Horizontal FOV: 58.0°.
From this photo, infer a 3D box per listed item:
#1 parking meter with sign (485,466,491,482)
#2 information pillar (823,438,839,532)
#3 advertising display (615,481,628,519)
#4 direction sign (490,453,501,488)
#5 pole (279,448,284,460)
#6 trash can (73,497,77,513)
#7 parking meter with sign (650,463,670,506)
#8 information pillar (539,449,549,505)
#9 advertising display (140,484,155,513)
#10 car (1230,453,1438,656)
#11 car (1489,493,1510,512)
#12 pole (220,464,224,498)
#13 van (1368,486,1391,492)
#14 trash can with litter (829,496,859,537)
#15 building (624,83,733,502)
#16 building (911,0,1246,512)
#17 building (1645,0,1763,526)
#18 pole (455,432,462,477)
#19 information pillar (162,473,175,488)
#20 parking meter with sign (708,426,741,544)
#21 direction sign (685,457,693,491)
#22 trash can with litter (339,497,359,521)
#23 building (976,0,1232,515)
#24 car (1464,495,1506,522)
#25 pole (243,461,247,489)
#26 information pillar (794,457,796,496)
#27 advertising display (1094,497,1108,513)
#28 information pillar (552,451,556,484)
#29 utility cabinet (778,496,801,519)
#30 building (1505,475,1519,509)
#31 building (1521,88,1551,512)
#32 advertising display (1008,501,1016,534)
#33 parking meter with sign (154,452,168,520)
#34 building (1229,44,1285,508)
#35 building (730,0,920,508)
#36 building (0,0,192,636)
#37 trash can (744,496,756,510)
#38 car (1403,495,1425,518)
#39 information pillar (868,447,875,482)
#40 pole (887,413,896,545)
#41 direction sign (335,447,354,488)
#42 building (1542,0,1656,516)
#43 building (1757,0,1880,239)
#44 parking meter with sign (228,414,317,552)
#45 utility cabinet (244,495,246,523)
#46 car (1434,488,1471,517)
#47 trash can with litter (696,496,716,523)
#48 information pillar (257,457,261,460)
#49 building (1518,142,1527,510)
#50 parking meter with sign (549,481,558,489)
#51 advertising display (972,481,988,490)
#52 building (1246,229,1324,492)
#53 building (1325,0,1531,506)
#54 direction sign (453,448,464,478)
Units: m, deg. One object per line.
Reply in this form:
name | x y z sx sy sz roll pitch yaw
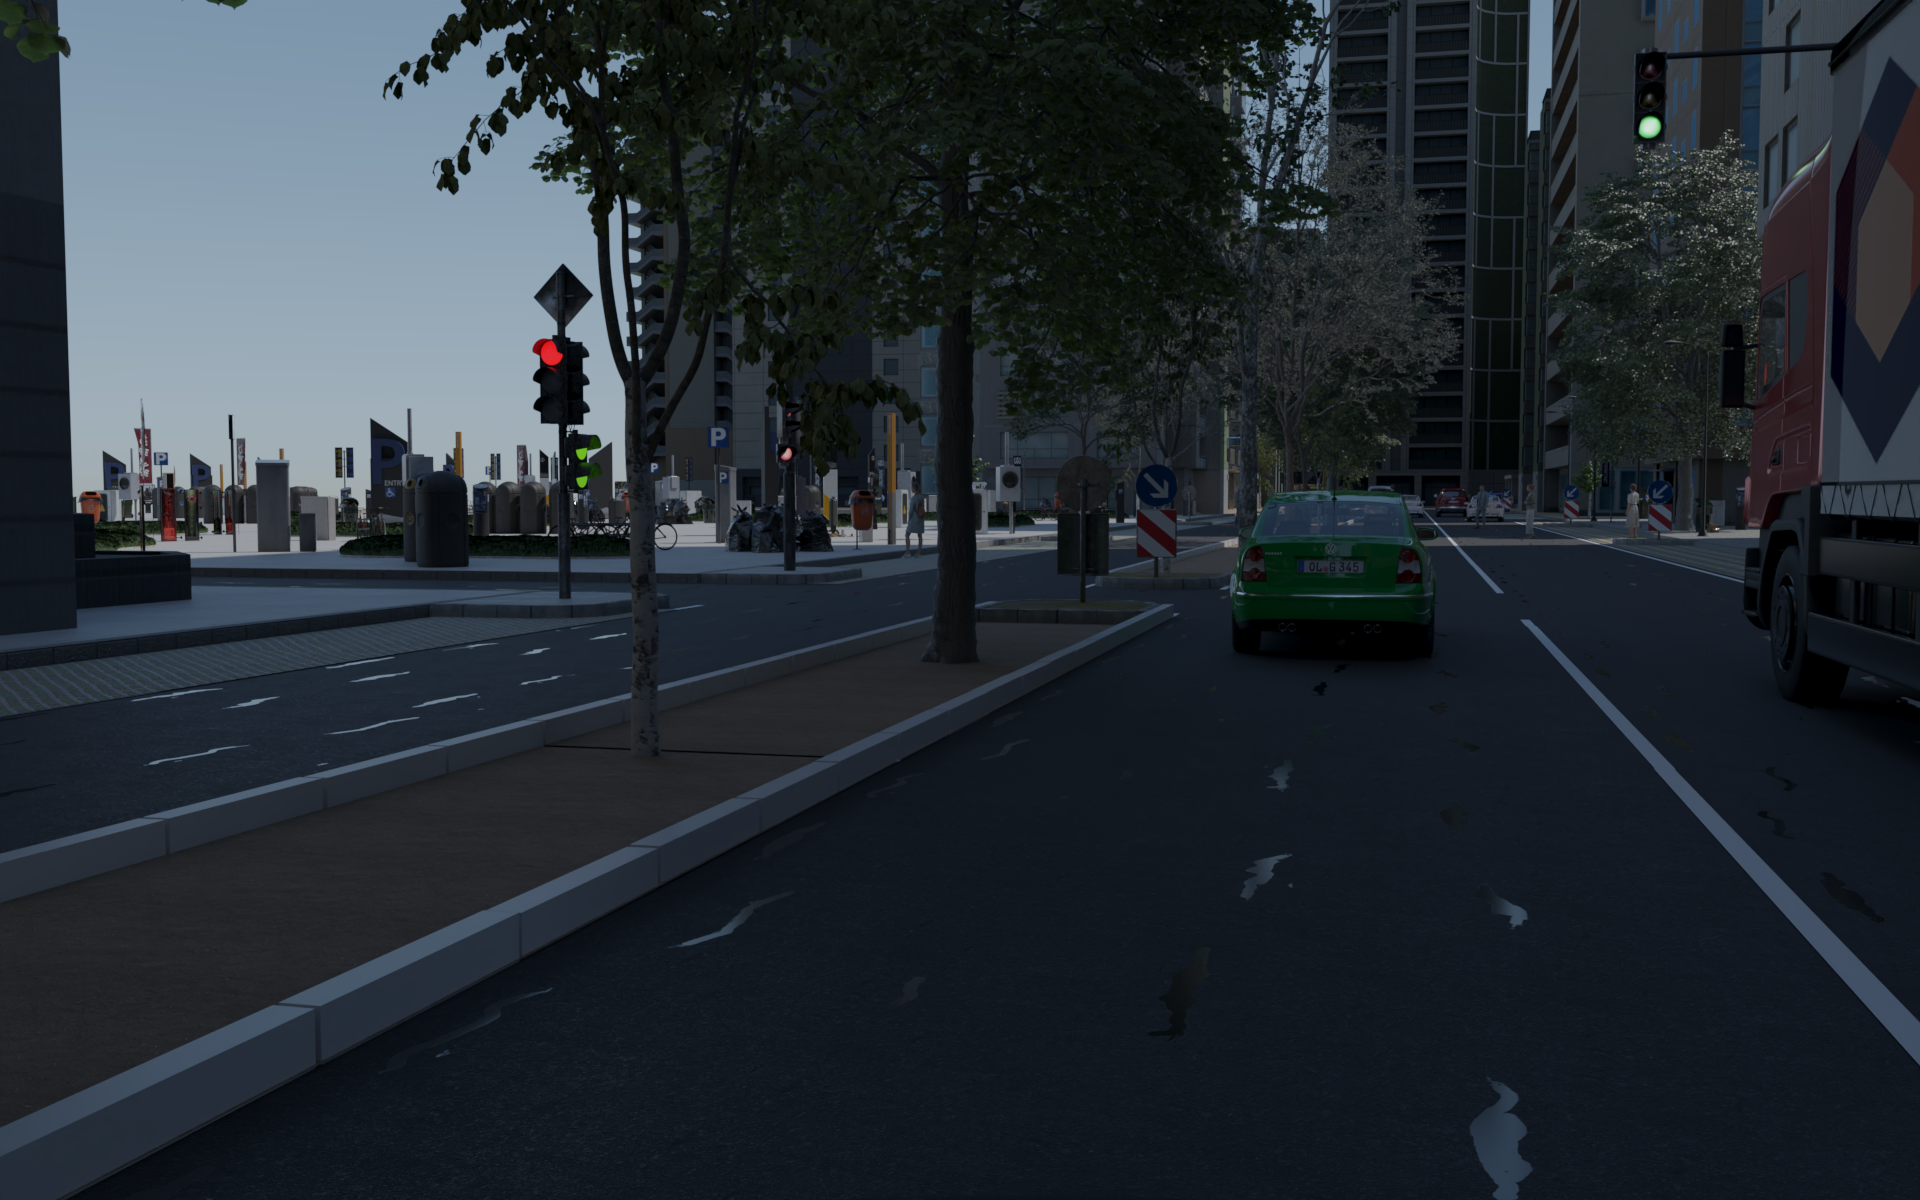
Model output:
parking meter with sign | -29.788 -6.909 109.231 0.543 3.016 1.738 -2 4 -26
information pillar | -4.370 -4.110 58.560 0.504 3.616 0.183 -1 4 -20
advertising display | -16.845 -4.980 86.635 0.974 1.923 0.123 2 4 27
direction sign | -25.835 -6.387 96.419 0.876 3.537 0.379 3 4 38
pole | -30.245 -5.105 77.310 0.158 3.312 0.155 0 3 0
trash can | -50.637 -5.319 98.616 0.748 1.137 0.748 0 3 0
parking meter with sign | -16.641 -6.119 96.311 0.543 3.016 1.738 -2 4 -35
information pillar | -21.610 -6.033 89.992 0.504 3.616 0.183 -2 4 -26
advertising display | -54.139 -6.742 115.438 0.974 1.923 0.123 -3 5 -45
car | 3.660 -0.493 16.854 1.959 1.807 4.718 1 4 13
car | 39.761 -7.258 128.259 1.945 1.707 3.694 1 4 14
pole | -50.429 -7.613 118.323 0.158 3.312 0.155 0 3 0
van | 22.199 -5.161 91.389 2.013 2.044 4.112 1 4 14
trash can with litter | -3.693 -2.531 52.446 1.678 1.210 2.233 0 4 2
building | -25.703 -32.574 182.689 14.200 45.320 14.600 1 4 14
building | 9.924 -31.397 132.957 23.786 49.044 30.456 1 4 14
building | 37.763 -25.884 73.315 14.600 45.320 14.200 1 4 14
pole | -16.364 -3.839 56.603 0.158 3.312 0.155 0 3 0
information pillar | -27.163 -3.364 59.489 0.304 2.012 0.304 -3 5 -42
parking meter with sign | -6.135 -3.014 45.547 0.543 3.016 1.738 0 4 6
direction sign | -16.572 -6.969 105.943 0.379 3.537 0.876 -3 4 -37
trash can with litter | -20.985 -2.951 59.641 0.624 1.170 1.055 -1 4 -10
building | 9.471 -26.091 110.178 14.154 41.232 14.086 1 4 14
car | 27.378 -4.767 90.299 2.083 1.381 4.827 1 4 16
pole | -44.366 -6.951 107.489 0.158 3.312 0.155 0 3 0
information pillar | -7.887 -5.570 82.416 0.183 3.616 0.504 0 4 -2
advertising display | 6.135 -4.389 76.972 0.974 1.923 0.123 2 4 34
information pillar | -22.321 -6.357 95.288 0.183 3.616 0.504 -2 4 -31
utility cabinet | -5.806 -2.853 57.801 1.020 1.237 0.306 1 4 20
building | 66.089 -28.300 154.579 32.217 40.220 23.993 1 4 14
building | 48.807 -21.603 124.904 14.160 30.474 14.107 1 4 14
advertising display | 1.704 -3.135 56.477 0.123 1.923 0.974 0 4 -6
parking meter with sign | -32.911 -4.597 71.423 0.543 3.016 1.738 -2 4 -25
building | 15.494 -52.309 167.929 31.000 86.520 22.319 1 4 14
building | -9.665 -45.025 174.410 20.611 71.187 20.563 1 4 14
building | -23.126 -28.865 13.942 28.212 58.520 21.231 1 4 14
trash can | -12.902 -5.805 106.560 0.748 1.137 0.748 0 3 0
car | 27.222 -5.688 105.358 2.083 1.381 4.827 1 4 14
information pillar | -4.396 -5.799 86.174 0.183 3.616 0.504 2 4 33
pole | -1.731 -3.058 43.837 0.158 3.312 0.155 0 3 0
direction sign | -29.779 -5.617 83.840 0.876 3.537 0.379 0 4 -3
building | 48.112 -29.493 105.919 21.300 48.544 21.600 1 4 14
building | 32.235 -27.134 32.878 27.495 52.752 28.713 1 4 14
parking meter with sign | -15.172 -2.570 38.277 1.738 3.016 0.543 -1 4 -18
utility cabinet | -31.821 -4.035 77.141 0.306 1.237 1.020 3 5 42
car | 30.981 -6.132 108.935 2.281 1.827 5.304 1 4 15
trash can with litter | -10.888 -3.949 75.955 0.624 1.170 1.055 2 4 34
information pillar | -43.861 -7.176 108.682 0.504 3.616 0.183 2 4 26
building | 52.258 -22.453 138.803 14.160 30.474 14.107 1 4 14
parking meter with sign | -22.949 -6.229 98.101 1.738 3.016 0.543 2 4 30
advertising display | 0.903 -4.966 86.404 0.974 1.923 0.123 -1 4 -21
building | 32.907 -25.652 191.106 14.107 30.474 14.160 1 4 14
building | 50.943 -45.900 188.720 20.611 71.187 20.563 1 4 14
direction sign | -24.643 -5.701 85.200 0.379 3.537 0.876 1 4 16
